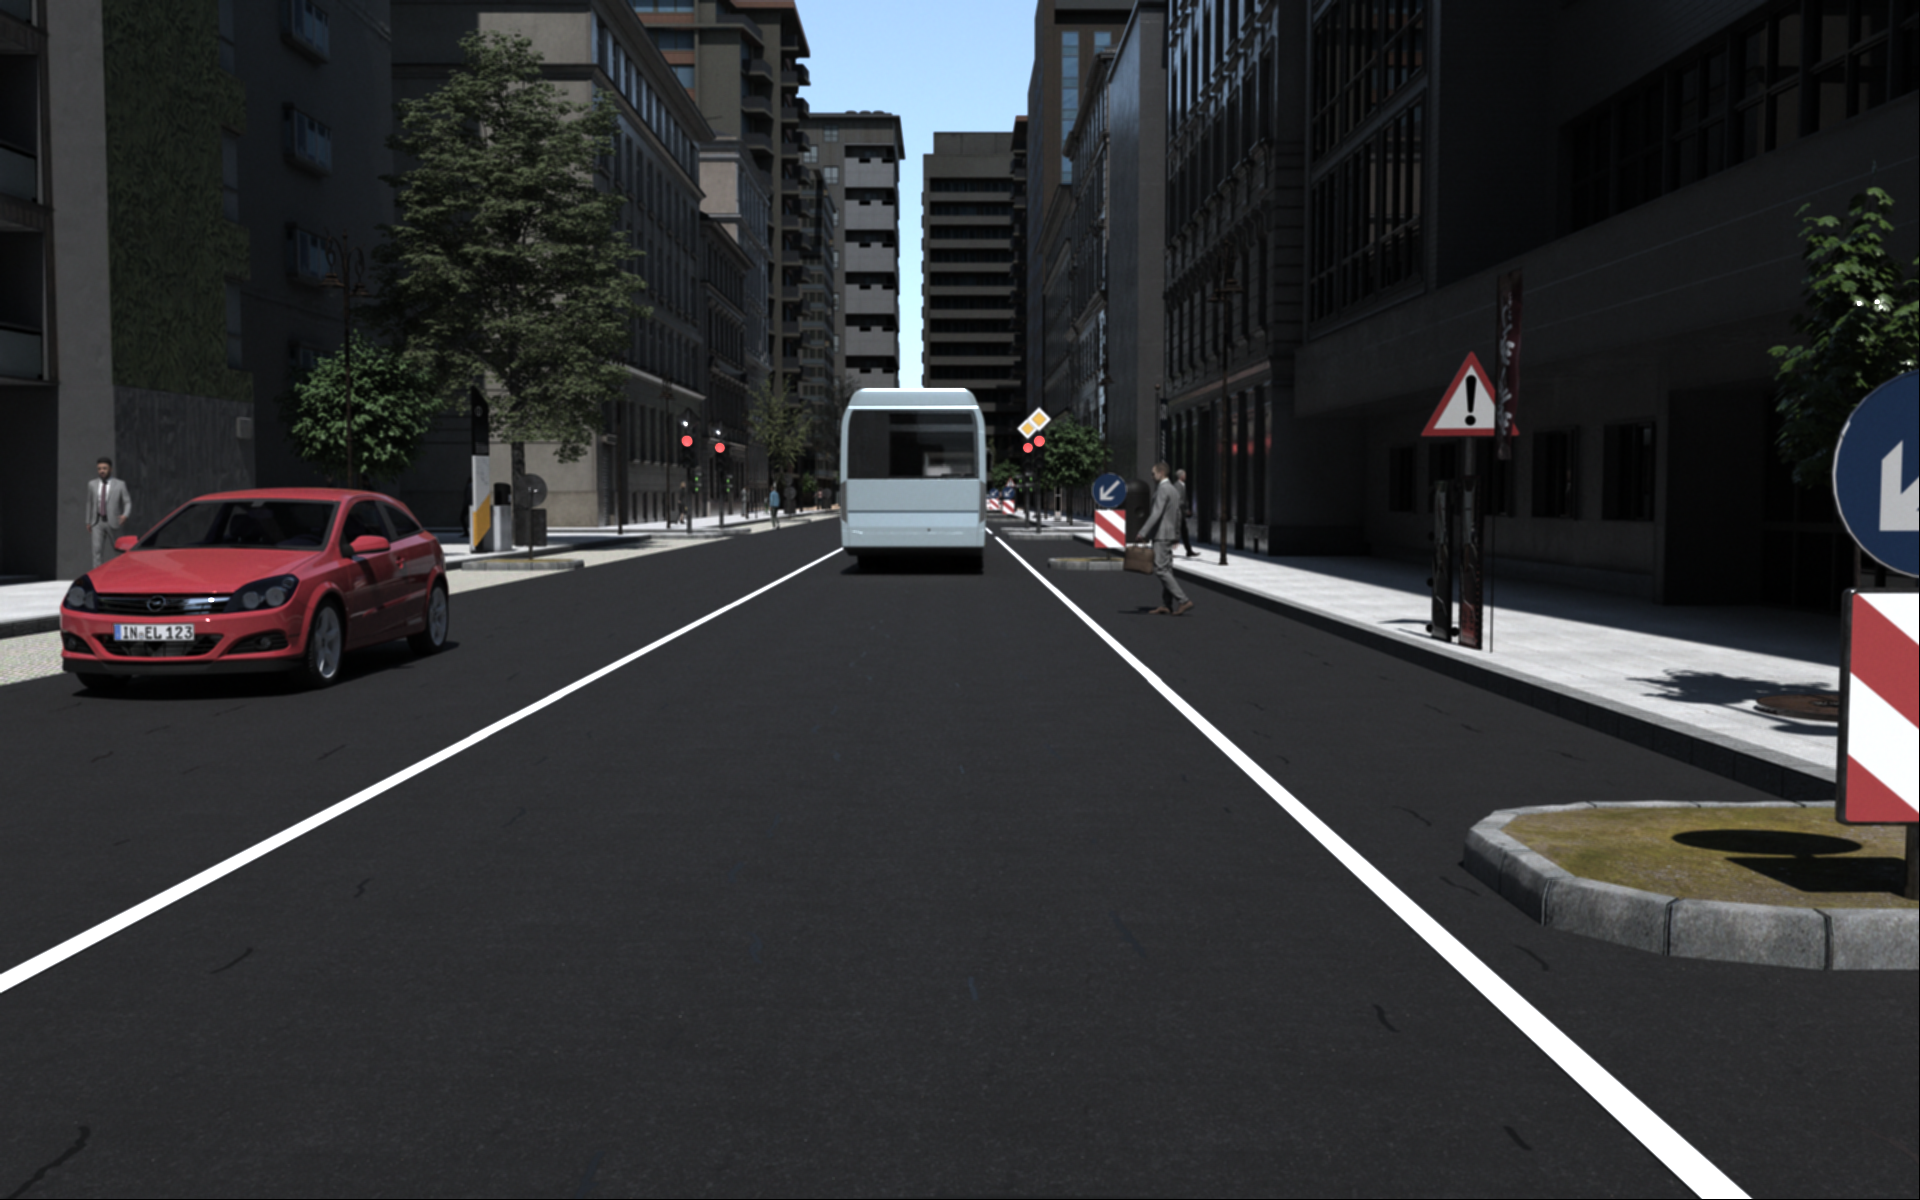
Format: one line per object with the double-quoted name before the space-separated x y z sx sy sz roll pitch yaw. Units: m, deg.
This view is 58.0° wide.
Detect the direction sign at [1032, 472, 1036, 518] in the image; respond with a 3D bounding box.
"direction sign" 4.064 -6.200 93.361 0.379 3.537 0.876 0 4 0

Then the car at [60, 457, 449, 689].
"car" -5.551 -0.308 14.071 2.155 1.783 4.494 0 4 0

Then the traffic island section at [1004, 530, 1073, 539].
"traffic island section" 2.569 -2.067 56.070 2.009 0.180 2.903 0 4 0

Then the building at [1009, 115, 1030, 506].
"building" 16.874 -33.259 198.402 22.147 44.769 28.867 0 4 0

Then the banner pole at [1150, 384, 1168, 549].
"banner pole" 4.620 -3.048 39.847 0.401 3.779 0.863 2 4 28

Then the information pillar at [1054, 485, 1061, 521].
"information pillar" 4.660 -4.775 82.560 0.304 2.012 0.304 0 4 -2

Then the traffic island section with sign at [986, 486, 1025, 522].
"traffic island section with sign" 2.352 -4.915 88.982 1.989 1.847 2.006 0 4 0

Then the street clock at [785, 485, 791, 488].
"street clock" -11.101 -6.535 111.414 0.471 2.002 0.358 -2 4 -27

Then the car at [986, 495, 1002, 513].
"car" 1.918 -6.609 120.413 2.083 1.381 4.827 0 4 -2

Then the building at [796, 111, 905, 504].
"building" -19.386 -39.685 238.093 27.495 52.752 28.713 0 4 0

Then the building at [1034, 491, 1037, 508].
"building" 13.883 -23.879 162.121 14.160 30.474 14.107 0 4 0

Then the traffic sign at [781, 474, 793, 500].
"traffic sign" -10.970 -6.707 109.770 0.768 2.556 0.104 0 4 1

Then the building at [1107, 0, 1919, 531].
"building" 21.756 -15.492 72.369 30.058 24.678 14.314 0 4 0

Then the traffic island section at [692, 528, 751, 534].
"traffic island section" -8.827 -2.551 63.982 2.009 0.180 2.903 0 4 0

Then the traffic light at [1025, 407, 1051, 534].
"traffic light" 2.529 -4.100 55.956 0.839 4.253 0.868 0 4 0

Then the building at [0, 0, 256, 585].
"building" -19.448 -20.736 22.628 14.154 41.232 14.086 0 4 0

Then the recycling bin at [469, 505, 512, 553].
"recycling bin" -10.397 -1.579 38.373 0.722 1.027 0.722 0 4 7

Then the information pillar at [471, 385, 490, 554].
"information pillar" -10.340 -2.813 37.344 0.183 3.616 0.504 2 4 24

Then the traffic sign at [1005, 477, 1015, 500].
"traffic sign" 3.855 -8.069 131.936 0.884 2.594 0.081 0 4 7

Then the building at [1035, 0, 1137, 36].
"building" 13.563 -30.416 147.417 14.600 45.320 14.200 0 4 0

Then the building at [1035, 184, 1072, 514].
"building" 14.132 -17.799 124.291 16.112 22.955 30.059 0 4 0

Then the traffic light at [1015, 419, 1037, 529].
"traffic light" 2.474 -4.588 63.940 0.839 4.253 0.868 0 4 0

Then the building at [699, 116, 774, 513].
"building" -20.914 -20.679 124.006 13.634 28.700 20.117 0 4 0

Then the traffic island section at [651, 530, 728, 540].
"traffic island section" -8.772 -2.062 55.997 2.009 0.180 2.903 0 4 0

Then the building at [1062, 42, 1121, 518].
"building" 12.628 -18.268 95.944 12.463 27.353 25.104 0 4 0

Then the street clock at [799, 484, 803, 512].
"street clock" -11.252 -7.227 122.739 0.358 2.002 0.471 -1 4 -12

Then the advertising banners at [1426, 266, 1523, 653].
"advertising banners" 4.267 -1.115 14.422 0.090 3.025 2.074 0 4 -2

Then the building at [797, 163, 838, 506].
"building" -26.293 -30.887 196.890 23.993 40.220 32.217 0 4 0

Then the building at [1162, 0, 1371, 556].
"building" 10.976 -11.919 44.031 9.793 20.994 18.267 0 4 0

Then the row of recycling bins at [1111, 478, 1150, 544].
"row of recycling bins" 4.559 -2.407 46.474 1.069 1.692 3.534 0 4 0

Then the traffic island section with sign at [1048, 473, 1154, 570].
"traffic island section with sign" 2.726 -1.530 33.644 1.989 1.847 2.006 0 4 0

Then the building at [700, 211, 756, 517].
"building" -18.646 -14.680 104.650 10.561 19.102 19.286 0 4 0

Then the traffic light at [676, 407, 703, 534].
"traffic light" -8.732 -4.094 55.862 0.839 4.253 0.868 0 4 0

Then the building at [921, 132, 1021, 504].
"building" 5.664 -37.380 234.860 21.600 48.544 21.300 0 4 0

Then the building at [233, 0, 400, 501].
"building" -27.679 -25.536 41.222 21.600 48.544 21.300 0 4 0

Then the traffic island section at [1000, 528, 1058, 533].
"traffic island section" 2.514 -2.555 64.055 2.009 0.180 2.903 0 4 0

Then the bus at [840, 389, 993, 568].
"bus" -0.738 -2.572 36.904 2.948 3.499 13.247 0 4 1

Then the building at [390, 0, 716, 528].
"building" -21.238 -15.083 79.889 16.112 22.955 30.059 0 4 0

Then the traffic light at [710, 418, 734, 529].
"traffic light" -8.787 -4.583 63.847 0.839 4.253 0.868 0 4 0

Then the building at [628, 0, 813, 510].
"building" -24.731 -30.467 152.767 22.147 44.769 28.867 0 4 0

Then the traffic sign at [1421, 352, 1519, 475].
"traffic sign" 4.667 -0.973 15.905 0.884 2.594 0.081 0 4 3

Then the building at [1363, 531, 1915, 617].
"building" 13.824 -12.279 19.821 14.314 24.678 30.058 0 4 0

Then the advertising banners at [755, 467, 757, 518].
"advertising banners" -10.786 -5.837 91.619 0.090 3.025 2.074 0 4 -6
